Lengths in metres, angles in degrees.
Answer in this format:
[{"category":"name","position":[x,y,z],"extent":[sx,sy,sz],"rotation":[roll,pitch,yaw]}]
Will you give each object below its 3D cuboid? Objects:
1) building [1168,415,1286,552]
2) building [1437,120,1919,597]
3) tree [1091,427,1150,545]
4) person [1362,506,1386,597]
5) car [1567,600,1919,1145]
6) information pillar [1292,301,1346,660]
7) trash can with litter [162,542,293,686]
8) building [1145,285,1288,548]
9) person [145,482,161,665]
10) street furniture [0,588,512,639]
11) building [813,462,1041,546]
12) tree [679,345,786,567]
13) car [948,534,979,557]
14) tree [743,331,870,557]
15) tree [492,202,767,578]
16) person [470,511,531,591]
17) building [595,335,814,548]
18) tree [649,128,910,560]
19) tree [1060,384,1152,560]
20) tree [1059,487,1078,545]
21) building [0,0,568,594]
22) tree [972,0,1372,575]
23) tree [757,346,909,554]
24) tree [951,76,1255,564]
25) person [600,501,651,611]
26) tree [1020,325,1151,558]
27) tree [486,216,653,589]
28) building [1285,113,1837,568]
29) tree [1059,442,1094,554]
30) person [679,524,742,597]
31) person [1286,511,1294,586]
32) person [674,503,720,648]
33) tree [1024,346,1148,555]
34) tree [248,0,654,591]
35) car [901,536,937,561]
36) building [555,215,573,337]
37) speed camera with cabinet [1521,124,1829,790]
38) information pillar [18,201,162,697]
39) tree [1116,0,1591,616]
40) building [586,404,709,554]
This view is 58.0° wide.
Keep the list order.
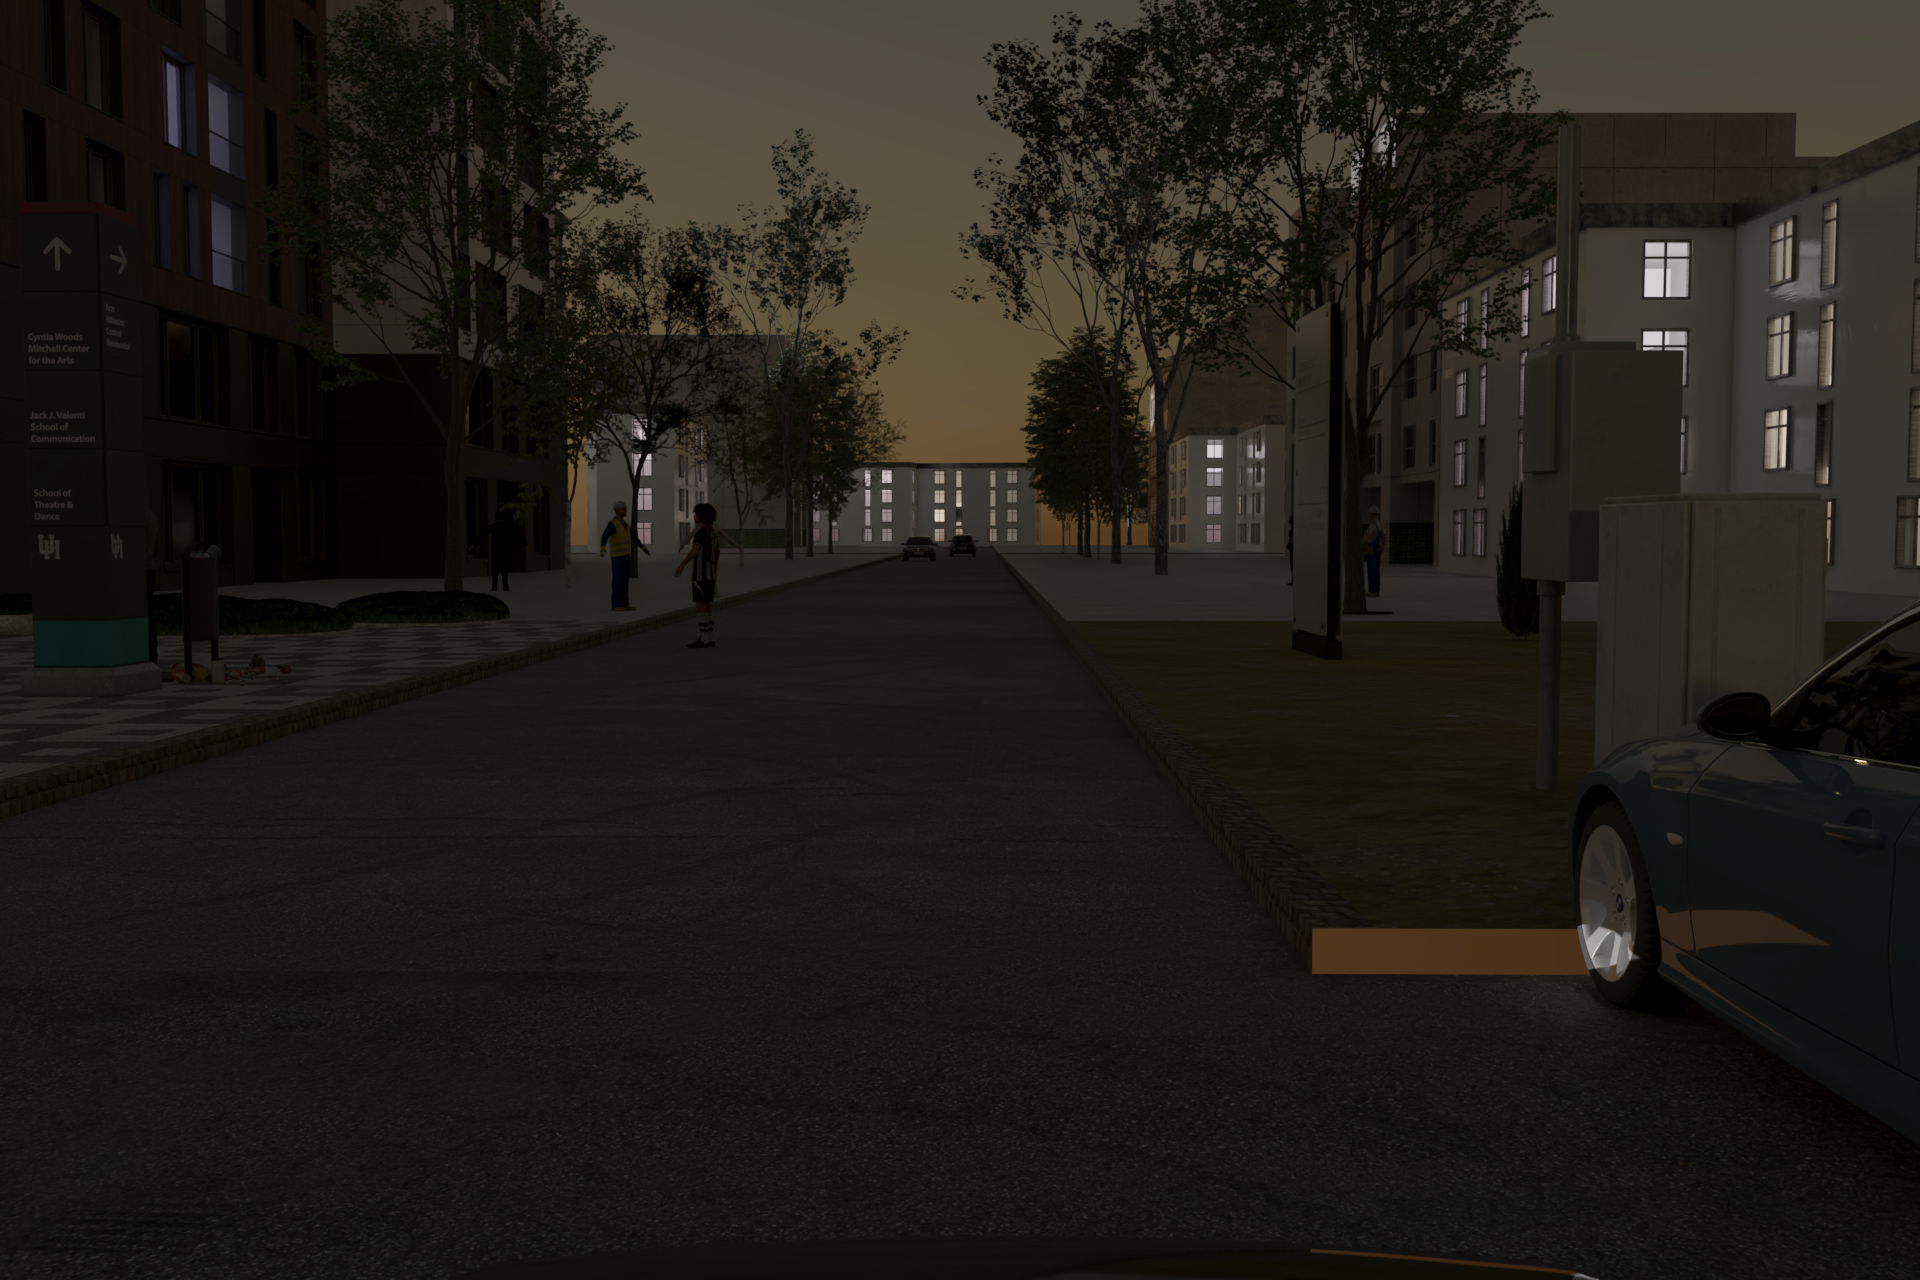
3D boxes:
[{"category":"building","position":[22.388,-11.882,136.410],"extent":[9.099,9.664,28.070],"rotation":[0,4,1]},{"category":"building","position":[20.336,-6.239,44.155],"extent":[9.099,9.664,28.070],"rotation":[0,4,1]},{"category":"tree","position":[19.569,-17.851,198.517],"extent":[9.857,13.997,8.962],"rotation":[0,3,0]},{"category":"person","position":[8.435,-1.809,35.442],"extent":[0.705,1.847,1.347],"rotation":[3,4,38]},{"category":"car","position":[2.817,0.504,3.769],"extent":[2.014,1.417,4.499],"rotation":[0,4,0]},{"category":"information pillar","position":[3.798,-1.655,18.376],"extent":[0.184,3.620,1.656],"rotation":[0,4,-1]},{"category":"trash can with litter","position":[-6.595,-0.284,15.701],"extent":[1.678,1.210,2.233],"rotation":[0,4,2]},{"category":"building","position":[27.851,-20.265,162.269],"extent":[19.493,23.208,18.063],"rotation":[0,4,1]},{"category":"person","position":[-7.910,-0.642,16.633],"extent":[0.705,1.813,1.348],"rotation":[-1,4,-9]},{"category":"street furniture","position":[-11.497,-0.498,23.767],"extent":[10.072,0.657,5.734],"rotation":[0,4,-6]},{"category":"building","position":[-4.901,-15.753,202.173],"extent":[28.070,9.664,9.099],"rotation":[1,4,10]},{"category":"tree","position":[-8.361,-7.137,67.055],"extent":[4.360,8.622,3.978],"rotation":[0,3,0]},{"category":"car","position":[0.191,-6.204,111.227],"extent":[2.009,1.686,4.222],"rotation":[0,4,0]},{"category":"tree","position":[-8.713,-10.974,97.549],"extent":[7.486,12.596,7.792],"rotation":[0,3,0]},{"category":"tree","position":[-9.528,-7.051,49.704],"extent":[8.767,10.594,7.601],"rotation":[0,4,2]},{"category":"person","position":[-10.392,-2.014,39.112],"extent":[1.347,1.806,0.705],"rotation":[-1,4,-8]},{"category":"building","position":[-24.005,-18.530,169.430],"extent":[16.747,18.905,31.486],"rotation":[0,4,0]},{"category":"tree","position":[-8.870,-13.923,83.528],"extent":[12.611,20.169,13.585],"rotation":[0,3,0]},{"category":"tree","position":[7.094,-8.265,85.487],"extent":[4.737,8.622,4.395],"rotation":[0,3,0]},{"category":"tree","position":[12.886,-15.260,199.855],"extent":[4.360,8.622,3.978],"rotation":[0,3,0]},{"category":"building","position":[-28.348,-12.410,46.881],"extent":[27.936,21.610,32.646],"rotation":[0,4,0]},{"category":"tree","position":[6.328,-12.030,52.579],"extent":[12.611,20.169,13.585],"rotation":[0,3,0]},{"category":"tree","position":[-8.300,-12.322,111.836],"extent":[12.009,13.543,11.850],"rotation":[0,3,0]},{"category":"tree","position":[5.861,-13.273,72.908],"extent":[12.611,20.169,13.585],"rotation":[0,3,0]},{"category":"person","position":[-5.639,-1.403,28.908],"extent":[0.705,1.833,1.349],"rotation":[2,4,24]},{"category":"tree","position":[6.749,-10.774,94.276],"extent":[7.486,12.596,7.792],"rotation":[0,3,0]},{"category":"tree","position":[-9.265,-5.528,40.741],"extent":[4.737,8.622,4.395],"rotation":[0,3,0]},{"category":"building","position":[26.660,-13.152,81.492],"extent":[16.747,18.905,31.486],"rotation":[0,4,0]},{"category":"tree","position":[6.802,-9.876,111.838],"extent":[4.737,8.622,4.395],"rotation":[0,3,0]},{"category":"person","position":[-5.092,-1.771,35.150],"extent":[1.347,1.806,0.705],"rotation":[-2,4,-29]},{"category":"person","position":[8.310,-2.285,43.145],"extent":[0.705,1.856,1.354],"rotation":[1,4,16]},{"category":"person","position":[-3.266,-0.813,21.895],"extent":[0.704,1.843,1.345],"rotation":[1,4,12]},{"category":"tree","position":[7.489,-11.386,104.284],"extent":[7.486,12.596,7.792],"rotation":[0,3,0]},{"category":"tree","position":[-9.354,-6.502,32.070],"extent":[9.928,11.665,9.643],"rotation":[0,3,0]},{"category":"car","position":[-2.163,-4.872,92.236],"extent":[1.945,1.354,3.894],"rotation":[0,4,0]},{"category":"building","position":[-28.582,-14.928,74.994],"extent":[19.493,23.208,18.063],"rotation":[0,4,1]},{"category":"speed camera with cabinet","position":[3.148,-0.824,7.808],"extent":[0.660,3.252,2.038],"rotation":[0,4,0]},{"category":"information pillar","position":[-6.994,-1.498,13.866],"extent":[0.750,3.857,0.750],"rotation":[0,4,2]},{"category":"tree","position":[6.326,-6.233,27.659],"extent":[9.928,11.665,9.643],"rotation":[0,3,0]},{"category":"building","position":[-22.783,-11.248,126.048],"extent":[9.099,9.664,28.070],"rotation":[0,4,0]}]
